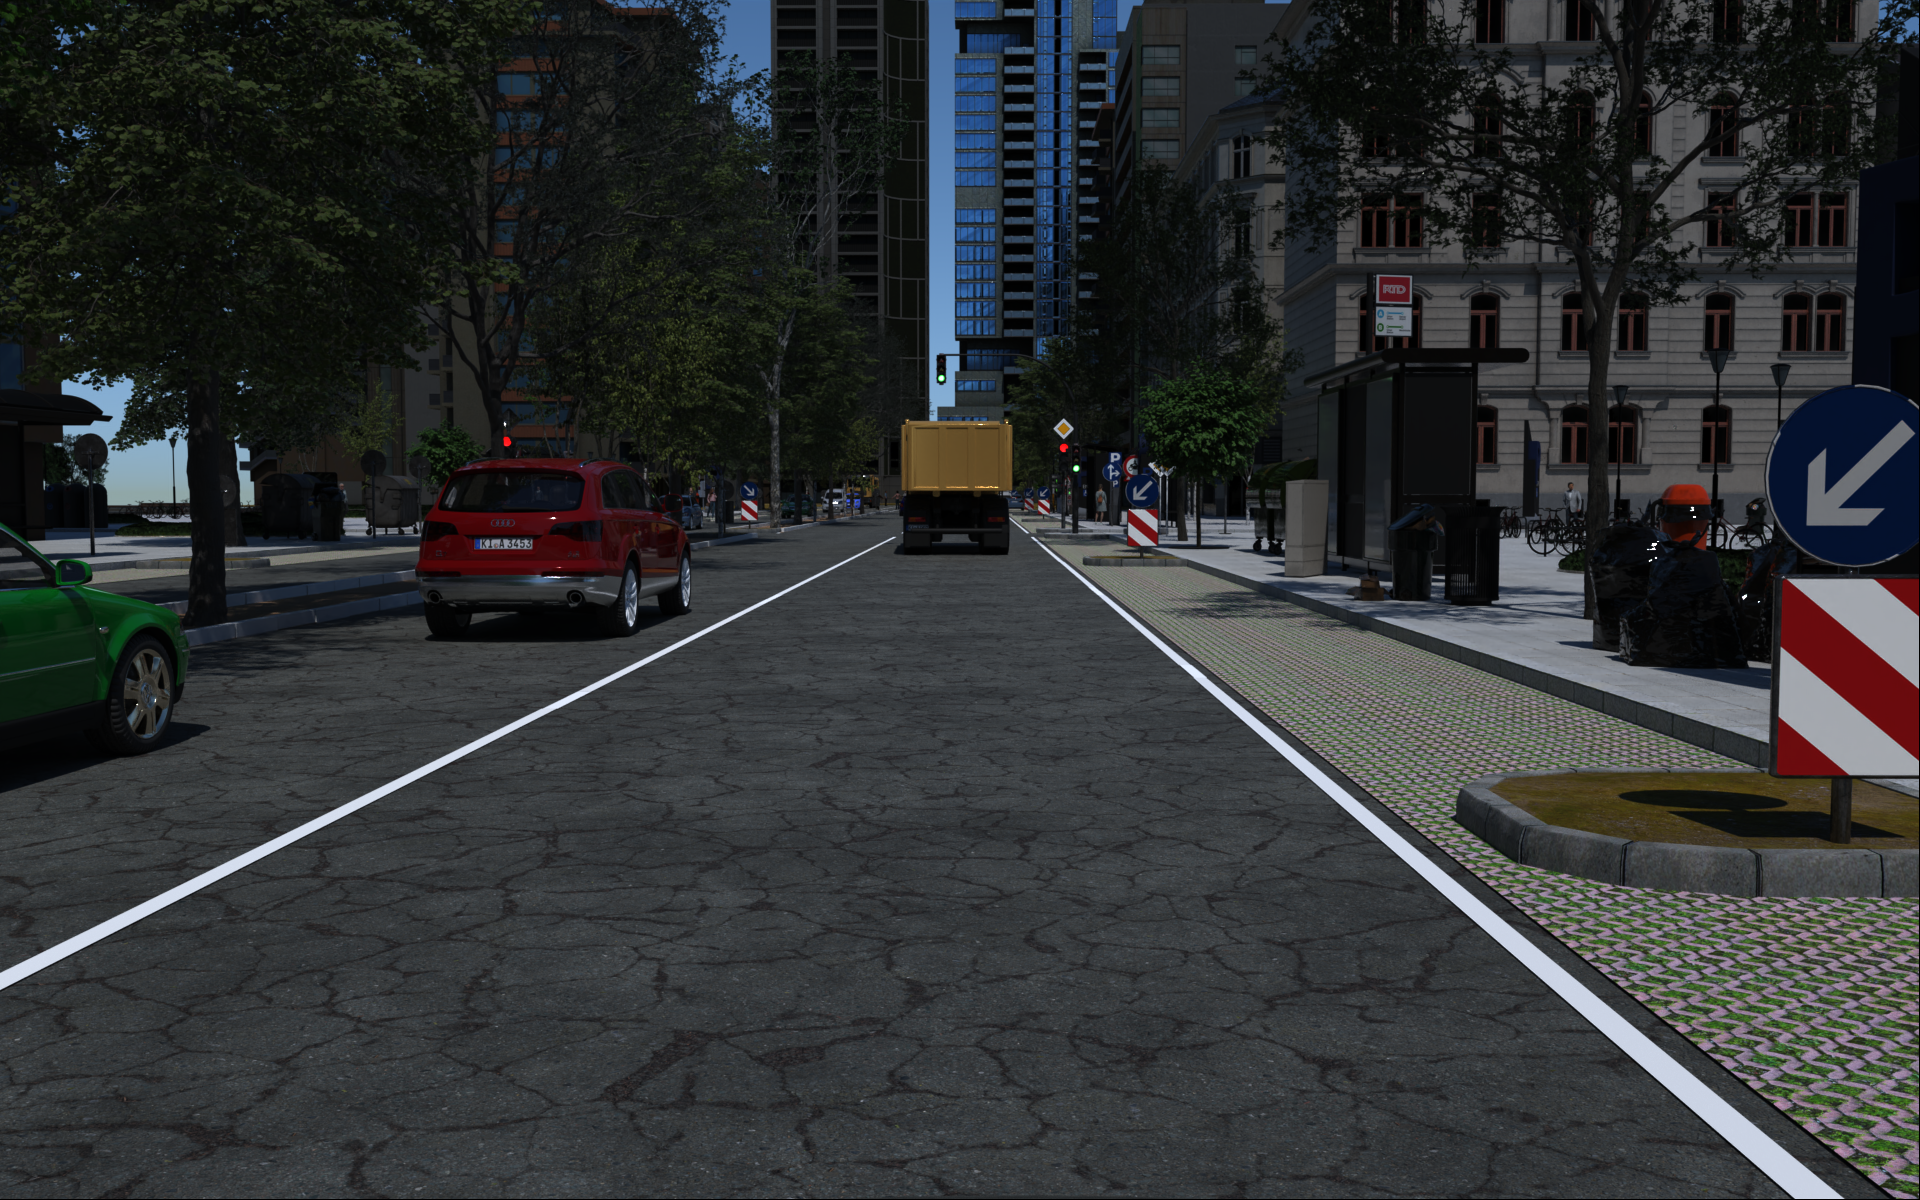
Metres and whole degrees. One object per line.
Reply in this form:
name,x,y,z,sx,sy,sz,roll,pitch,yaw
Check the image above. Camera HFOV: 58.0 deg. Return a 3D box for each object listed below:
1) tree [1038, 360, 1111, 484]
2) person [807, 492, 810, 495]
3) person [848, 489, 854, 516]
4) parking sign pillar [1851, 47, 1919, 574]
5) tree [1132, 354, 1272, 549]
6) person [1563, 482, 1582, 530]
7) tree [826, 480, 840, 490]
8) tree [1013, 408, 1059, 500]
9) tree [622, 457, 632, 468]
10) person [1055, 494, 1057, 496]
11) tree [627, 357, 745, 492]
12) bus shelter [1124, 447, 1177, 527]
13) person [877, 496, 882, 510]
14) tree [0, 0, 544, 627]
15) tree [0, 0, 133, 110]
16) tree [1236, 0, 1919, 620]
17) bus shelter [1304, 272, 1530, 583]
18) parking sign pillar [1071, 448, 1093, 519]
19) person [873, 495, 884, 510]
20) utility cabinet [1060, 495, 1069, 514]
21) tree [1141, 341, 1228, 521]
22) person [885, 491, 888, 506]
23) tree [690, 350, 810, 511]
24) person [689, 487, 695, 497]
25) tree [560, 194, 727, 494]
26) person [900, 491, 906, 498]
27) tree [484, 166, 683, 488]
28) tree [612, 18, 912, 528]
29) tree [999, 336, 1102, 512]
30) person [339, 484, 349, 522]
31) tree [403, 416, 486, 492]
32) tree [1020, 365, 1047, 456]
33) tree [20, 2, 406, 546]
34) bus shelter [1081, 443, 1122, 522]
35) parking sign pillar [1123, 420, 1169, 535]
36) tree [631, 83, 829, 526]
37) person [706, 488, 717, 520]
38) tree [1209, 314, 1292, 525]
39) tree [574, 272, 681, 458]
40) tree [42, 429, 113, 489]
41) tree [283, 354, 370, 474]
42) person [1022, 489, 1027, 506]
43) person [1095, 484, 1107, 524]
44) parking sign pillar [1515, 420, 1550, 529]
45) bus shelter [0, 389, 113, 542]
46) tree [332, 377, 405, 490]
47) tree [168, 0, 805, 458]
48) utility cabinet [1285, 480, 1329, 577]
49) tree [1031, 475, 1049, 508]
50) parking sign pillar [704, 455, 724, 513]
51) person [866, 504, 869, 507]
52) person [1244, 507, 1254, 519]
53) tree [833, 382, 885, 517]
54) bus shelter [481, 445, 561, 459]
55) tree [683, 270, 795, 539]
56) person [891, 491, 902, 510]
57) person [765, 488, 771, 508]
tree,6.587,-8.880,95.548,4.360,8.622,3.978,0,3,0
person,-18.513,-12.466,209.805,0.705,1.831,1.348,2,4,30
person,-6.764,-6.047,107.707,0.374,1.781,0.599,1,4,19
parking sign pillar,5.726,-1.311,9.908,1.447,3.967,1.447,-1,4,-11
tree,5.712,-3.492,40.810,4.285,4.588,4.351,0,3,0
person,21.172,-3.152,59.887,0.661,1.843,0.795,3,5,40
tree,-15.941,-13.483,215.049,1.663,3.219,1.824,0,3,0
tree,6.684,-11.316,135.383,4.737,8.622,4.395,0,3,0
tree,-17.643,-5.922,91.425,1.663,3.219,1.824,0,3,0
person,10.415,-11.578,195.350,1.348,1.823,0.705,-1,4,-10
tree,-16.570,-10.557,107.025,7.601,10.594,8.767,2,4,34
bus shelter,7.637,-4.509,67.650,2.014,3.302,5.546,0,4,1
person,-7.251,-8.961,155.720,0.721,1.735,1.217,1,4,18
tree,-8.271,-6.010,18.846,7.486,12.596,7.792,0,3,0
tree,-8.239,-4.993,9.857,9.928,11.665,9.643,0,3,0
tree,6.196,-5.070,17.310,7.601,10.594,8.767,-1,4,-22
bus shelter,7.158,-3.150,29.137,2.179,5.291,8.768,0,4,1
parking sign pillar,6.496,-6.181,89.530,1.447,3.967,1.447,0,4,-5
person,-6.885,-8.353,145.587,1.217,1.766,0.721,2,4,30
utility cabinet,7.038,-6.194,112.433,1.020,1.237,0.306,-1,4,-21
tree,11.103,-8.094,82.705,4.360,8.622,3.978,0,3,0
person,-8.755,-12.052,205.528,0.705,1.826,1.348,1,4,8
tree,-16.496,-14.519,144.042,9.857,13.997,8.962,0,3,0
person,-13.515,-4.815,87.650,0.534,1.772,0.576,-2,4,-33
tree,-7.554,-5.436,41.697,4.737,8.622,4.395,0,3,0
person,-5.616,-10.332,178.166,1.217,1.736,0.721,1,4,11
tree,-8.384,-5.153,37.067,4.360,8.622,3.978,0,3,0
tree,-8.596,-12.921,69.609,12.611,20.169,13.585,0,3,0
tree,6.684,-12.620,124.471,7.486,12.596,7.792,0,3,0
person,-28.464,-4.467,79.563,0.515,1.767,0.782,1,4,20
tree,-21.692,-5.465,73.063,4.285,4.588,4.351,0,3,0
tree,5.748,-6.889,47.054,7.601,10.594,8.767,0,4,5
tree,-17.988,-8.296,42.295,9.857,13.997,8.962,0,3,0
bus shelter,6.697,-5.574,82.416,1.731,3.624,6.357,0,4,1
parking sign pillar,5.950,-4.087,55.288,1.447,3.967,1.447,0,4,3
tree,-7.940,-7.780,47.782,7.486,12.596,7.792,0,3,0
person,-13.869,-5.341,96.414,0.593,1.750,0.643,-1,4,-23
tree,11.739,-7.381,71.040,4.737,8.622,4.395,0,3,0
tree,-16.507,-9.451,80.274,9.928,11.665,9.643,0,3,0
tree,-71.072,-10.075,127.627,11.467,7.101,20.602,-1,4,-8
tree,-25.133,-7.145,67.184,4.360,8.622,3.978,0,3,0
person,7.393,-11.496,193.989,0.705,1.826,1.348,-2,4,-30
person,5.938,-4.043,73.142,0.512,1.701,0.522,1,4,9
parking sign pillar,21.015,-4.600,63.681,1.447,3.967,1.447,2,4,26
bus shelter,-18.326,-2.370,32.680,2.014,3.302,5.546,0,4,1
tree,-36.844,-9.648,108.114,4.737,8.622,4.395,0,3,0
tree,-7.731,-7.083,28.640,12.009,13.543,11.850,0,3,0
utility cabinet,5.406,-1.123,27.037,0.318,1.500,1.173,2,4,30
tree,7.617,-10.075,159.329,1.663,3.219,1.824,0,3,0
parking sign pillar,-16.831,-7.970,118.788,1.447,3.967,1.447,0,4,-8
person,-10.419,-11.354,194.961,1.217,1.723,0.721,-3,4,-36
person,15.193,-4.773,89.573,1.012,1.151,0.738,0,4,7
tree,-6.770,-9.637,110.378,4.737,8.622,4.395,0,3,0
bus shelter,-18.088,-4.771,71.930,2.014,3.302,5.546,0,4,1
tree,-7.465,-6.183,53.908,4.360,8.622,3.978,0,3,0
person,-5.774,-9.126,158.425,1.217,1.736,0.721,-3,4,-39
person,-17.506,-9.430,159.854,0.705,1.869,1.348,2,4,35
